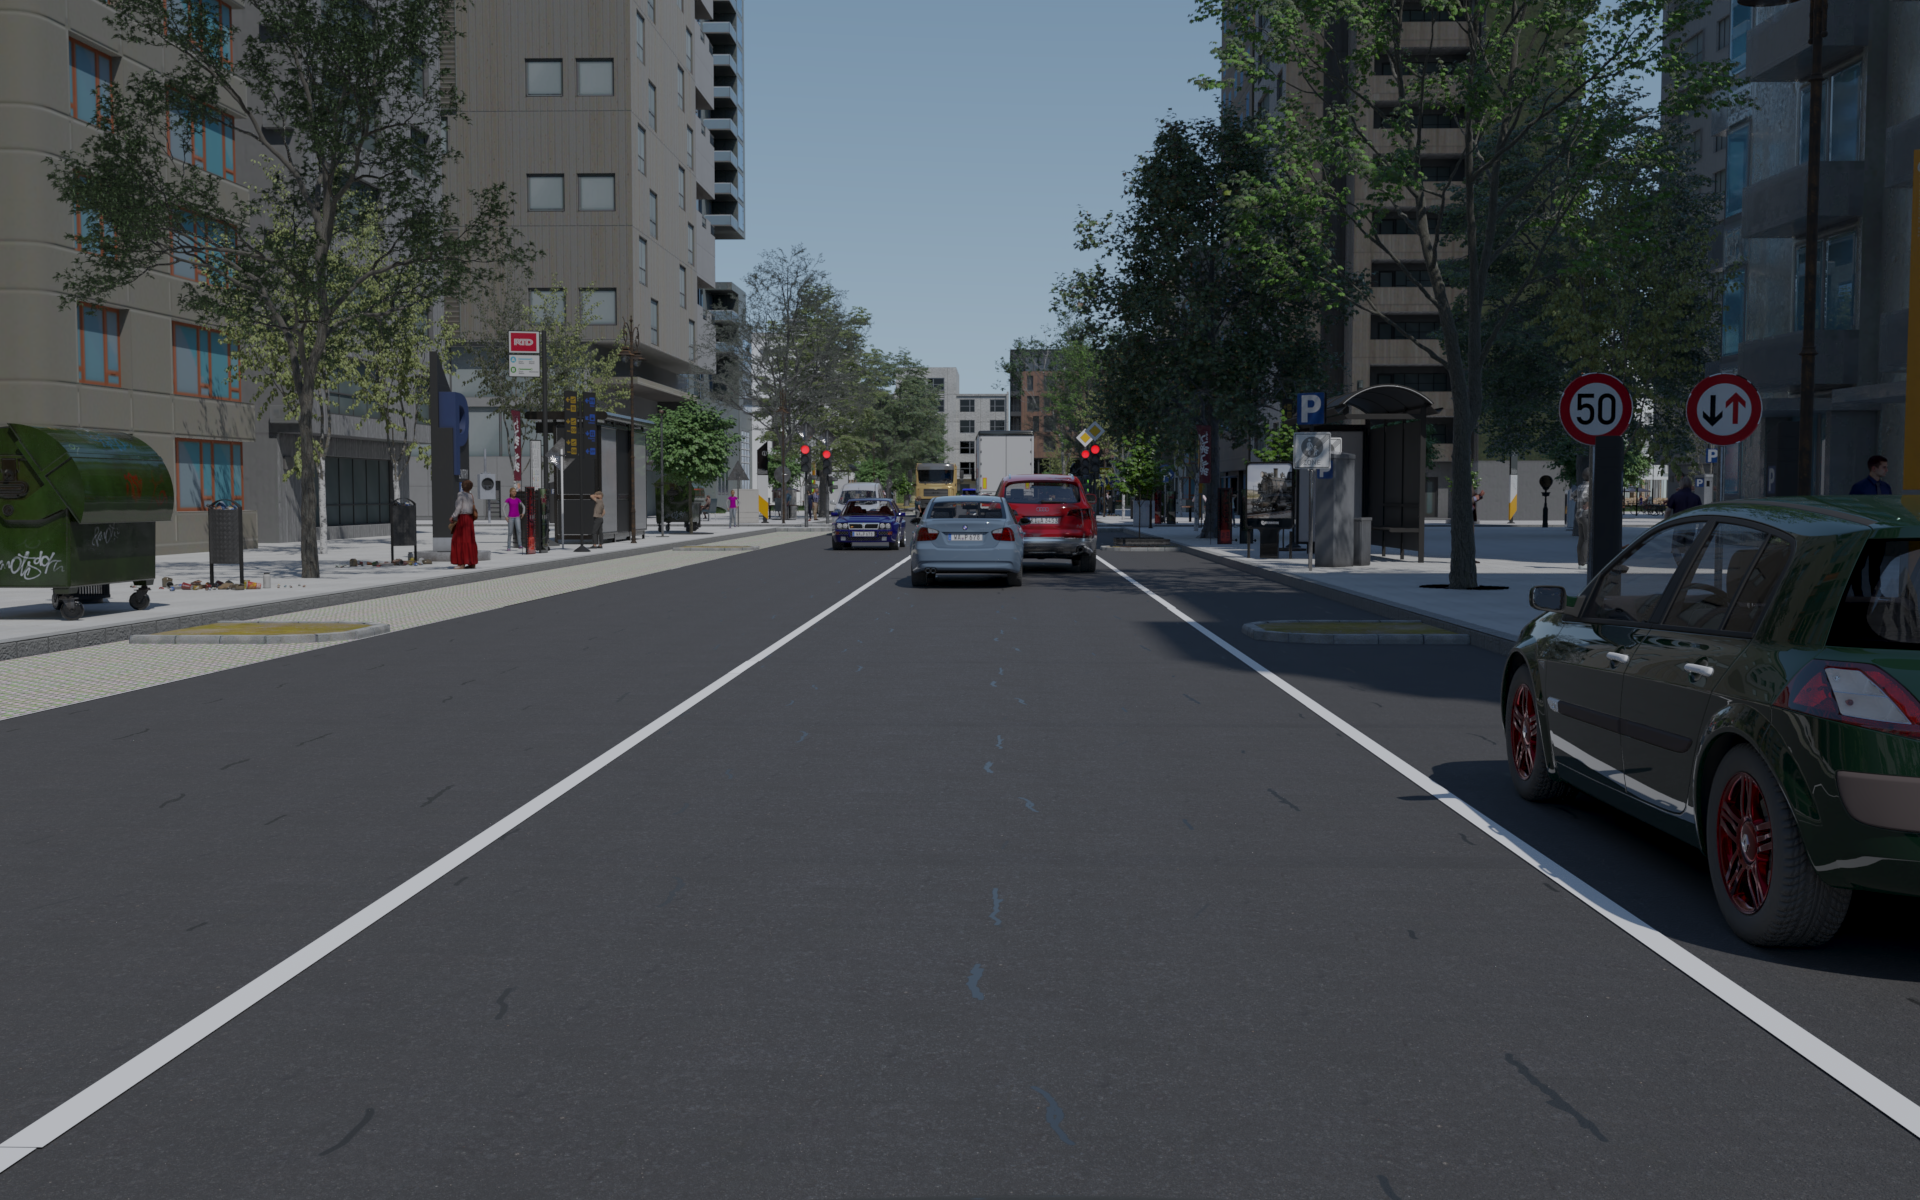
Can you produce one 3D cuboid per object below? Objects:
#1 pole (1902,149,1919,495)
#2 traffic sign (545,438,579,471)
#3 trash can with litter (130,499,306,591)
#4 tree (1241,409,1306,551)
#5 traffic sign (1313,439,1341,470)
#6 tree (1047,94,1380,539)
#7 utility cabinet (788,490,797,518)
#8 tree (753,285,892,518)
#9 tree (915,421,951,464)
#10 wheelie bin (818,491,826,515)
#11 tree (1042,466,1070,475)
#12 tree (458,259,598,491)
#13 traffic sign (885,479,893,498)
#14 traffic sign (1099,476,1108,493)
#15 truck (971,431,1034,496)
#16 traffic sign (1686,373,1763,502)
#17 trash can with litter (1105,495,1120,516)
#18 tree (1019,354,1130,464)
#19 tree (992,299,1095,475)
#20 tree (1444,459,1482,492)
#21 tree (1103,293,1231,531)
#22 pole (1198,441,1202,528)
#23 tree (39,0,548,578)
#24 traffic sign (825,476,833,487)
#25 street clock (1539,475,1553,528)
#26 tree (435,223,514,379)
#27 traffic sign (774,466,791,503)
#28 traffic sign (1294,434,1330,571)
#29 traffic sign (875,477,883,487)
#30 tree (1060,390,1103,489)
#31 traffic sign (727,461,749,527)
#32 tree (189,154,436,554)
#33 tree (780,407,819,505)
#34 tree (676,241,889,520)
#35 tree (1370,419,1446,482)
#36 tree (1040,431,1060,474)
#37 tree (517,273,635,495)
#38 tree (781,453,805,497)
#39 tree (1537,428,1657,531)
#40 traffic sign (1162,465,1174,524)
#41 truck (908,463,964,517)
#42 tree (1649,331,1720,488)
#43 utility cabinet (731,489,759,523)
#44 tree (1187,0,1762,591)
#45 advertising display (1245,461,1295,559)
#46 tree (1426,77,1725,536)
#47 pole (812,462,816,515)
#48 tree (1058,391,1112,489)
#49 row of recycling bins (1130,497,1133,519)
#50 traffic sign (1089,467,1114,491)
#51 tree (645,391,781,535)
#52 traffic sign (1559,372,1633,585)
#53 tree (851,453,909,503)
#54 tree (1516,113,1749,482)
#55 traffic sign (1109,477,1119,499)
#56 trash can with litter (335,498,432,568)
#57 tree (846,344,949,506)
[{"bbox_3d":[5.740,-1.010,10.356,0.158,3.312,0.155,0,3,0],"label":"pole"},{"bbox_3d":[-9.300,-2.490,40.445,0.795,2.593,0.064,0,4,2],"label":"traffic sign"},{"bbox_3d":[-10.242,-0.767,23.602,2.233,1.210,1.678,1,4,19],"label":"trash can with litter"},{"bbox_3d":[7.202,-2.729,39.222,1.663,3.219,1.824,0,3,0],"label":"tree"},{"bbox_3d":[6.627,-1.800,31.552,0.606,2.300,0.079,0,4,2],"label":"traffic sign"},{"bbox_3d":[7.367,-8.149,50.236,9.611,12.733,9.660,0,3,0],"label":"tree"},{"bbox_3d":[-9.125,-5.132,92.591,0.318,1.500,1.173,-2,4,-33],"label":"utility cabinet"},{"bbox_3d":[-7.573,-10.760,94.057,7.486,12.596,7.792,0,3,0],"label":"tree"},{"bbox_3d":[-4.759,-18.354,225.847,9.928,11.665,9.643,0,3,0],"label":"tree"},{"bbox_3d":[-8.111,-5.821,103.082,0.693,1.594,0.980,-1,4,-15],"label":"wheelie bin"},{"bbox_3d":[11.253,-14.097,214.199,4.285,4.588,4.351,0,3,0],"label":"tree"},{"bbox_3d":[-13.451,-6.262,52.751,4.360,8.622,3.978,0,3,0],"label":"tree"},{"bbox_3d":[-5.935,-8.736,142.933,0.768,2.556,0.104,0,4,7],"label":"traffic sign"},{"bbox_3d":[10.030,-7.437,121.709,0.768,2.556,0.104,0,4,4],"label":"traffic sign"},{"bbox_3d":[2.000,-5.693,81.993,2.839,4.237,11.283,0,4,0],"label":"truck"},{"bbox_3d":[8.033,-1.112,18.295,0.768,2.556,0.104,0,4,8],"label":"traffic sign"},{"bbox_3d":[8.685,-5.441,100.012,1.678,1.210,2.233,-1,4,-8],"label":"trash can with litter"},{"bbox_3d":[9.956,-13.976,138.869,12.009,13.543,11.850,0,3,0],"label":"tree"},{"bbox_3d":[9.318,-18.971,166.070,12.611,20.169,13.585,0,3,0],"label":"tree"},{"bbox_3d":[23.243,-5.252,80.476,1.663,3.219,1.824,0,3,0],"label":"tree"},{"bbox_3d":[8.076,-6.710,60.066,4.737,8.622,4.395,0,3,0],"label":"tree"},{"bbox_3d":[9.119,-4.398,65.754,0.158,3.312,0.155,0,3,0],"label":"pole"},{"bbox_3d":[-10.084,-5.595,25.888,8.767,10.594,7.601,1,4,20],"label":"tree"},{"bbox_3d":[-7.614,-5.960,99.575,0.606,2.300,0.079,0,4,5],"label":"traffic sign"},{"bbox_3d":[22.417,-3.775,66.292,0.471,2.002,0.358,2,4,29],"label":"street clock"},{"bbox_3d":[-14.189,-5.683,43.275,4.737,8.622,4.395,0,3,0],"label":"tree"},{"bbox_3d":[-8.041,-4.793,78.464,0.768,2.556,0.104,0,4,2],"label":"traffic sign"},{"bbox_3d":[5.841,-1.631,28.796,0.606,2.300,0.079,0,4,8],"label":"traffic sign"},{"bbox_3d":[-6.401,-8.204,134.131,0.884,2.594,0.081,0,4,6],"label":"traffic sign"},{"bbox_3d":[8.061,-8.335,86.633,4.737,8.622,4.395,0,3,0],"label":"tree"},{"bbox_3d":[-8.616,-4.114,67.261,0.884,2.594,0.081,0,4,4],"label":"traffic sign"},{"bbox_3d":[-13.845,-5.282,36.727,4.737,8.622,4.395,0,3,0],"label":"tree"},{"bbox_3d":[-12.430,-11.457,137.685,4.360,8.622,3.978,0,3,0],"label":"tree"},{"bbox_3d":[-8.588,-10.652,84.524,12.009,13.543,11.850,0,3,0],"label":"tree"},{"bbox_3d":[15.567,-4.748,61.344,4.285,4.588,4.351,0,3,0],"label":"tree"},{"bbox_3d":[11.333,-14.939,194.618,4.737,8.622,4.395,0,3,0],"label":"tree"},{"bbox_3d":[-13.266,-6.626,58.701,4.737,8.622,4.395,0,3,0],"label":"tree"},{"bbox_3d":[-11.344,-7.727,110.058,4.285,4.588,4.351,0,3,0],"label":"tree"},{"bbox_3d":[22.037,-4.723,60.942,4.285,4.588,4.351,0,3,0],"label":"tree"},{"bbox_3d":[8.909,-4.596,75.246,0.768,2.556,0.104,0,4,5],"label":"traffic sign"},{"bbox_3d":[-1.497,-7.044,111.088,3.469,3.379,9.791,0,3,0],"label":"truck"},{"bbox_3d":[33.028,-7.730,76.754,4.360,8.622,3.978,0,3,0],"label":"tree"},{"bbox_3d":[-9.399,-4.093,75.594,1.173,1.500,0.318,-2,4,-26],"label":"utility cabinet"},{"bbox_3d":[6.813,-5.963,23.259,9.928,11.665,9.643,0,3,0],"label":"tree"},{"bbox_3d":[6.160,-1.787,34.432,0.974,1.923,0.123,2,4,25],"label":"advertising display"},{"bbox_3d":[18.919,-8.915,52.417,9.857,13.997,8.962,0,3,0],"label":"tree"},{"bbox_3d":[-8.981,-6.885,106.407,0.158,3.312,0.155,0,3,0],"label":"pole"},{"bbox_3d":[9.022,-10.184,116.878,4.360,8.622,3.978,0,3,0],"label":"tree"},{"bbox_3d":[9.377,-4.975,88.451,1.069,1.692,3.534,0,4,-6],"label":"row of recycling bins"},{"bbox_3d":[10.445,-8.350,130.387,2.265,3.308,0.079,1,4,11],"label":"traffic sign"},{"bbox_3d":[-8.515,-4.376,55.263,4.285,4.588,4.351,0,3,0],"label":"tree"},{"bbox_3d":[6.652,-1.107,18.210,0.768,2.556,0.104,0,4,2],"label":"traffic sign"},{"bbox_3d":[-7.145,-9.568,140.152,4.285,4.588,4.351,0,3,0],"label":"tree"},{"bbox_3d":[12.711,-5.092,33.613,4.737,8.622,4.395,0,3,0],"label":"tree"},{"bbox_3d":[10.830,-7.441,121.759,0.768,2.556,0.104,1,4,8],"label":"traffic sign"},{"bbox_3d":[-10.403,-1.229,31.152,1.678,1.210,2.233,2,4,35],"label":"trash can with litter"},{"bbox_3d":[-5.981,-14.760,147.983,9.857,13.997,8.962,0,3,0],"label":"tree"}]
